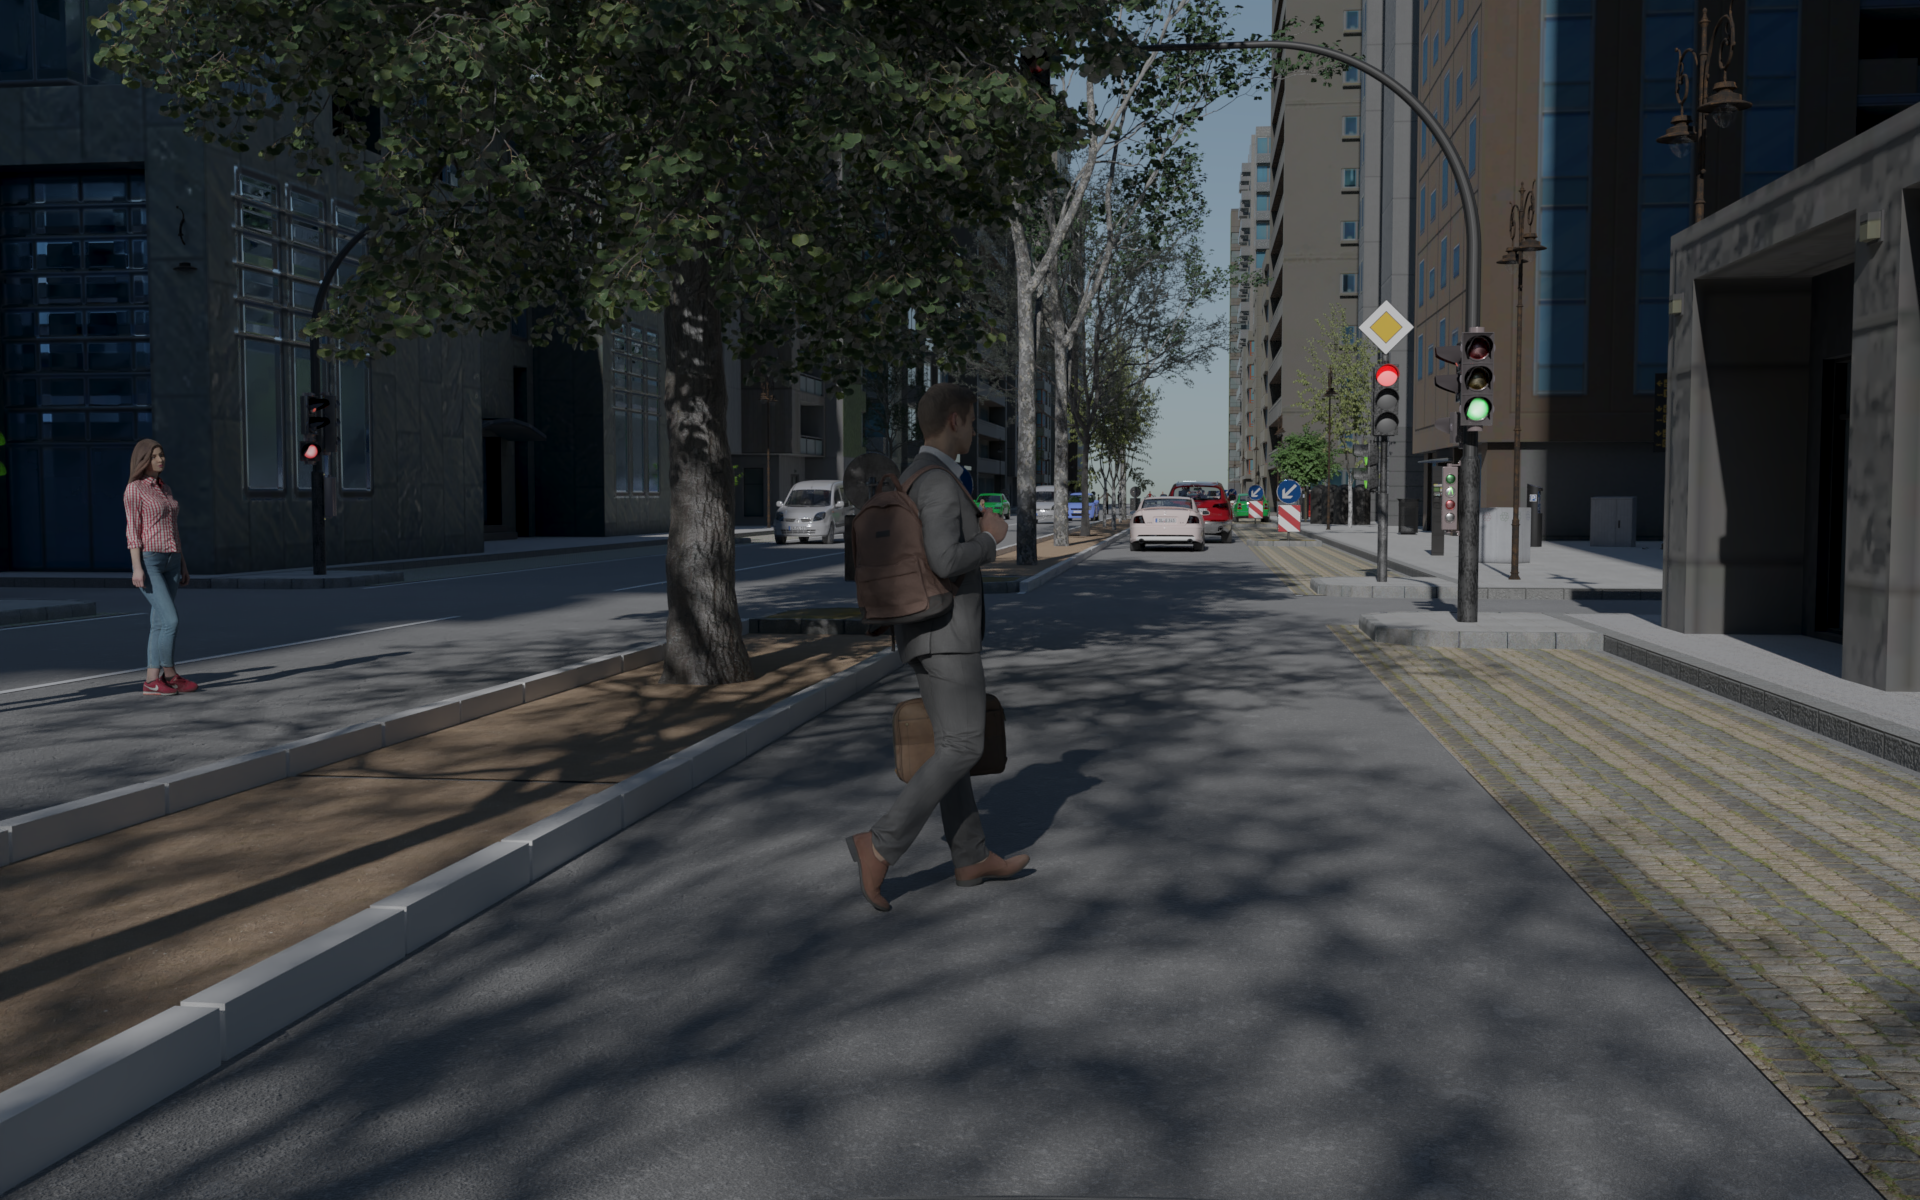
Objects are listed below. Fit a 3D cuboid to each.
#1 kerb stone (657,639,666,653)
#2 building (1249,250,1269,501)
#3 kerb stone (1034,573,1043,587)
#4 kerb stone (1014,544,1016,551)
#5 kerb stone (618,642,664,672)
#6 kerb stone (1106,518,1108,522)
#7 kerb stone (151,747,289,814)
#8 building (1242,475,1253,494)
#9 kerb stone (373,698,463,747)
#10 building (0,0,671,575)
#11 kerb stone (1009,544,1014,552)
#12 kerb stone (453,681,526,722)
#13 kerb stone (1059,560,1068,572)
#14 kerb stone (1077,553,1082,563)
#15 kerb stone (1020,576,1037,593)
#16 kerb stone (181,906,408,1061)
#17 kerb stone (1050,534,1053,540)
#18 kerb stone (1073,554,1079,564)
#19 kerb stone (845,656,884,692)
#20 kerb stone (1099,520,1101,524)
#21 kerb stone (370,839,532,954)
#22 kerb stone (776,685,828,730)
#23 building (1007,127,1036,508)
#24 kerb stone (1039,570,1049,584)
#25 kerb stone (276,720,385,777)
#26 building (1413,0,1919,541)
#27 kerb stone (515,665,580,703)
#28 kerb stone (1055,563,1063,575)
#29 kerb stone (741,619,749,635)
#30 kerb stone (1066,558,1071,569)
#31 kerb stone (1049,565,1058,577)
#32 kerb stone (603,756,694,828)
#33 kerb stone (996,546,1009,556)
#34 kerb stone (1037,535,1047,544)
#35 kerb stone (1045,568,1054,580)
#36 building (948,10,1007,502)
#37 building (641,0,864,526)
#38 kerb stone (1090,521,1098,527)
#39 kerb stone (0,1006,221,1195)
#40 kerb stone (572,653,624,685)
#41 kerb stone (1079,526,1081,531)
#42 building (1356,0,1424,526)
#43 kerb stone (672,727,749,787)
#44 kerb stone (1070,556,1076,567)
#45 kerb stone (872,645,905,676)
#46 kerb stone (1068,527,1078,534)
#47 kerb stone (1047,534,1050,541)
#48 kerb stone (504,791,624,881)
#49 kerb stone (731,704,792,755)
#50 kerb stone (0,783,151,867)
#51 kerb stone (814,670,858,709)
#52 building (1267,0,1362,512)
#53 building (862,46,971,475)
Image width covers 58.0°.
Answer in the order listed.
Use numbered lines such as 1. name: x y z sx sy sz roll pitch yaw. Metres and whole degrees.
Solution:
1. kerb stone: -2.538 0.420 15.324 0.120 0.150 1.000 0 4 8
2. building: 37.280 -17.741 135.097 27.650 21.520 28.899 0 4 8
3. kerb stone: 1.136 -0.272 26.705 0.120 0.150 1.000 0 4 8
4. kerb stone: 1.281 -1.288 43.257 0.120 0.150 1.000 0 4 8
5. kerb stone: -2.674 0.485 14.311 0.120 0.150 1.000 0 4 8
6. kerb stone: 7.114 -3.894 85.928 0.120 0.150 1.000 0 4 8
7. kerb stone: -3.510 0.858 8.208 0.120 0.150 1.000 0 4 8
8. building: 42.770 -28.657 160.419 32.217 40.220 23.993 0 4 8
9. kerb stone: -3.226 0.731 10.248 0.120 0.150 1.000 0 4 8
10. building: -20.774 -44.586 41.652 22.319 86.520 31.000 0 4 8
11. kerb stone: 1.139 -1.226 42.245 0.120 0.150 1.000 0 4 8
12. kerb stone: -3.094 0.670 11.270 0.120 0.150 1.000 0 4 8
13. kerb stone: 1.832 -0.587 31.786 0.120 0.150 1.000 0 4 8
14. kerb stone: 2.386 -0.835 35.852 0.120 0.150 1.000 0 4 8
15. kerb stone: 0.996 -0.213 25.693 0.120 0.150 1.000 0 4 8
16. kerb stone: -1.846 1.062 4.875 0.120 0.150 1.000 0 4 8
17. kerb stone: 2.675 -1.911 53.441 0.120 0.150 1.000 0 4 8
18. kerb stone: 2.246 -0.772 34.831 0.120 0.150 1.000 0 4 8
19. kerb stone: -0.737 0.564 12.998 0.120 0.150 1.000 0 4 8
20. kerb stone: 6.278 -3.525 79.836 0.120 0.150 1.000 0 4 8
21. kerb stone: -1.712 0.997 5.890 0.120 0.150 1.000 0 4 8
22. kerb stone: -1.020 0.687 10.970 0.120 0.150 1.000 0 4 8
23. building: -0.496 -29.302 162.681 14.154 41.232 14.086 0 4 8
24. kerb stone: 1.281 -0.338 27.717 0.120 0.150 1.000 0 4 8
25. kerb stone: -3.370 0.796 9.227 0.120 0.150 1.000 0 4 8
26. building: 21.878 -24.584 52.068 14.600 45.320 14.200 0 4 8
27. kerb stone: -2.950 0.606 12.282 0.120 0.150 1.000 0 4 8
28. kerb stone: 1.694 -0.524 30.768 0.120 0.150 1.000 0 4 8
29. kerb stone: -2.259 0.296 17.351 0.120 0.150 1.000 0 4 8
30. kerb stone: 1.967 -0.648 32.801 0.120 0.150 1.000 0 4 8
31. kerb stone: 1.546 -0.462 29.754 0.120 0.150 1.000 0 4 8
32. kerb stone: -1.432 0.877 7.925 0.120 0.150 1.000 0 4 8
33. kerb stone: 1.001 -1.159 41.230 0.120 0.150 1.000 0 4 8
34. kerb stone: 2.397 -1.786 51.401 0.120 0.150 1.000 0 4 8
35. kerb stone: 1.414 -0.400 28.738 0.120 0.150 1.000 0 4 8
36. building: -7.816 -31.845 144.362 21.300 48.544 21.600 0 4 8
37. building: -12.191 -23.794 72.634 14.154 41.232 14.086 0 4 8
38. kerb stone: 6.004 -3.401 77.809 0.120 0.150 1.000 0 4 8
39. kerb stone: -1.980 1.125 3.852 0.120 0.150 1.000 0 4 8
40. kerb stone: -2.823 0.544 13.296 0.120 0.150 1.000 0 4 8
41. kerb stone: 4.474 -2.718 66.640 0.120 0.150 1.000 0 4 8
42. building: 29.445 -32.909 80.056 21.231 58.520 28.212 0 4 8
43. kerb stone: -1.292 0.811 8.938 0.120 0.150 1.000 0 4 8
44. kerb stone: 2.114 -0.711 33.812 0.120 0.150 1.000 0 4 8
45. kerb stone: -0.603 0.500 14.014 0.120 0.150 1.000 0 4 8
46. kerb stone: 4.199 -2.594 64.612 0.120 0.150 1.000 0 4 8
47. kerb stone: 2.532 -1.846 52.414 0.120 0.150 1.000 0 4 8
48. kerb stone: -1.574 0.935 6.913 0.120 0.150 1.000 0 4 8
49. kerb stone: -1.155 0.751 9.954 0.120 0.150 1.000 0 4 8
50. kerb stone: -3.650 0.918 7.188 0.120 0.150 1.000 0 4 8
51. kerb stone: -0.878 0.625 11.983 0.120 0.150 1.000 0 4 8
52. building: 30.887 -29.720 109.626 21.300 48.544 21.600 0 4 8
53. building: -12.103 -30.495 118.205 23.786 49.044 30.456 0 4 8
